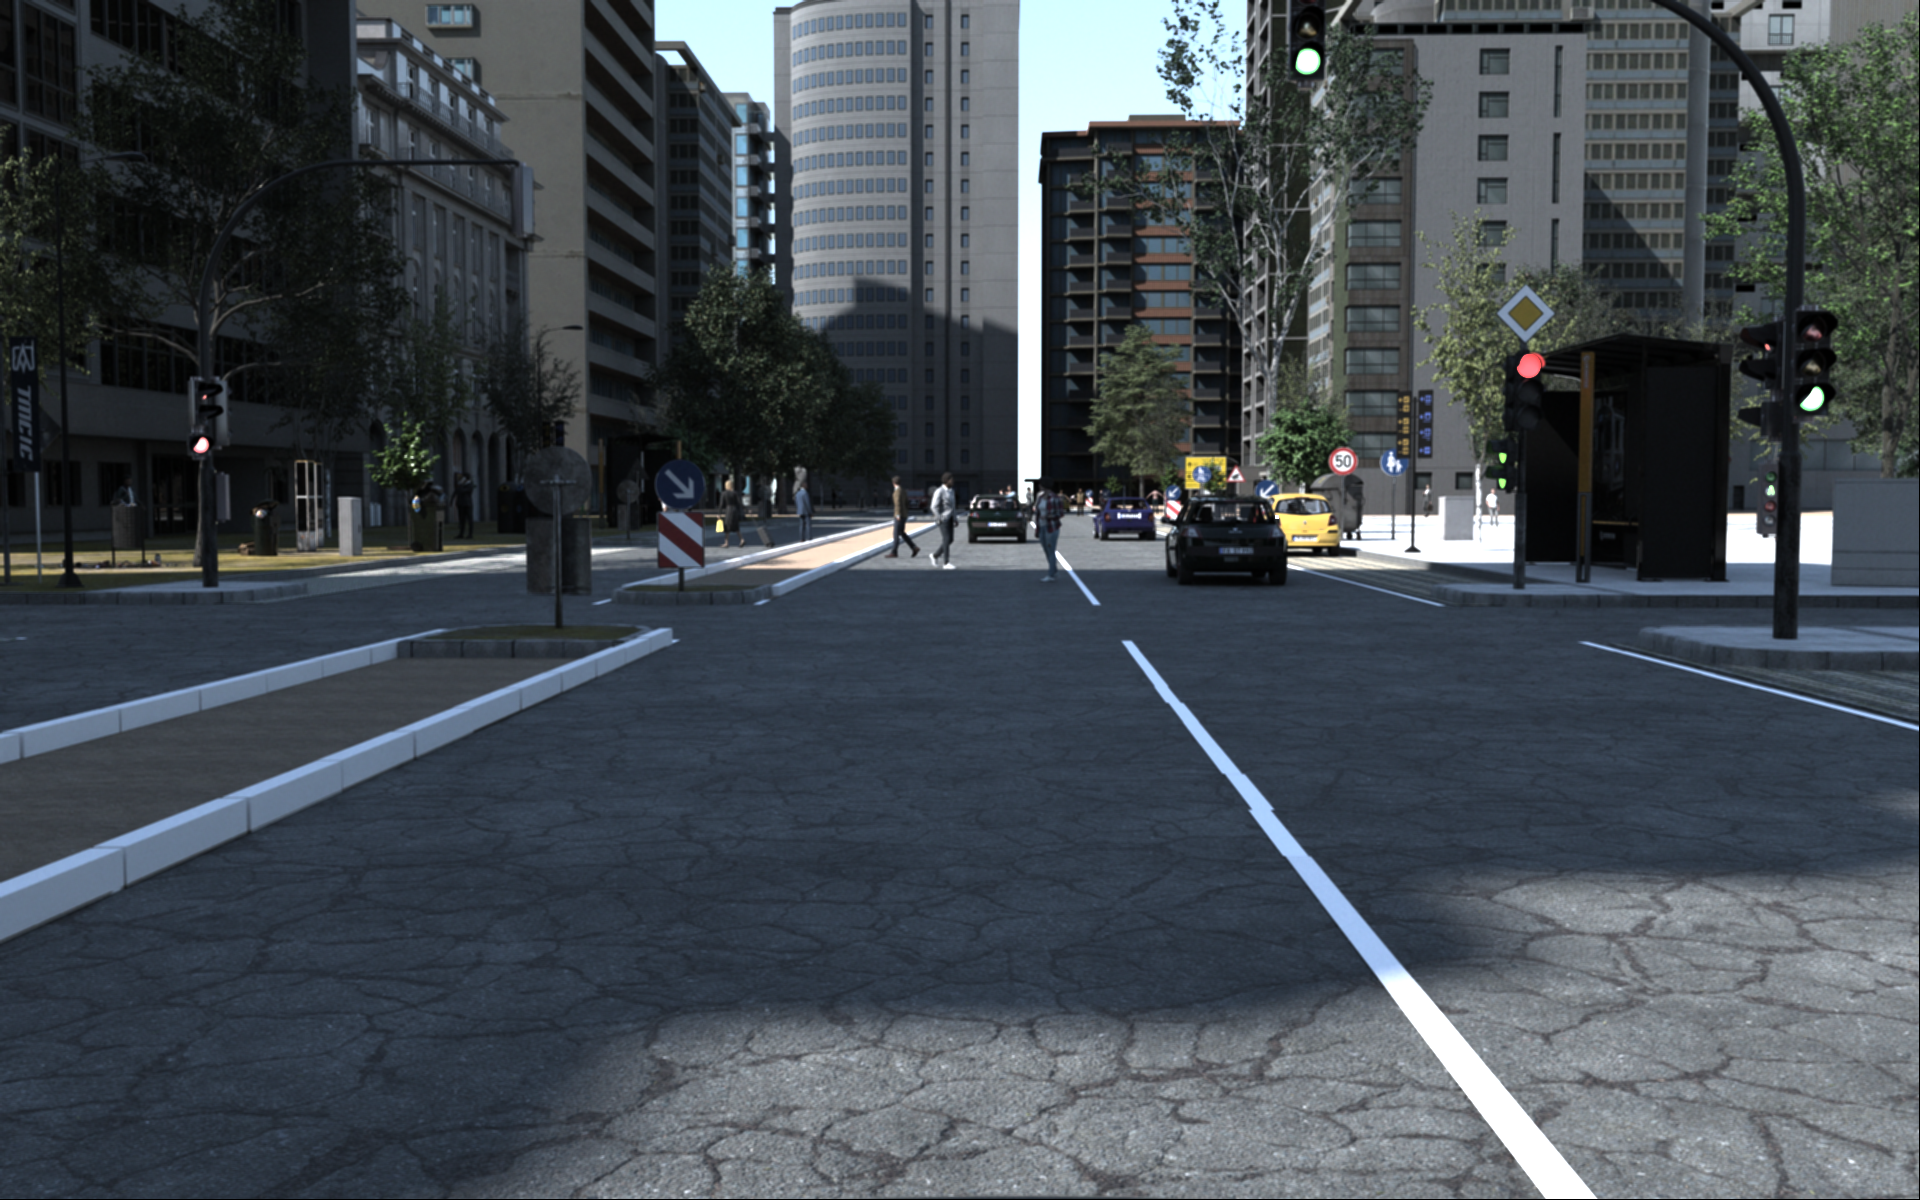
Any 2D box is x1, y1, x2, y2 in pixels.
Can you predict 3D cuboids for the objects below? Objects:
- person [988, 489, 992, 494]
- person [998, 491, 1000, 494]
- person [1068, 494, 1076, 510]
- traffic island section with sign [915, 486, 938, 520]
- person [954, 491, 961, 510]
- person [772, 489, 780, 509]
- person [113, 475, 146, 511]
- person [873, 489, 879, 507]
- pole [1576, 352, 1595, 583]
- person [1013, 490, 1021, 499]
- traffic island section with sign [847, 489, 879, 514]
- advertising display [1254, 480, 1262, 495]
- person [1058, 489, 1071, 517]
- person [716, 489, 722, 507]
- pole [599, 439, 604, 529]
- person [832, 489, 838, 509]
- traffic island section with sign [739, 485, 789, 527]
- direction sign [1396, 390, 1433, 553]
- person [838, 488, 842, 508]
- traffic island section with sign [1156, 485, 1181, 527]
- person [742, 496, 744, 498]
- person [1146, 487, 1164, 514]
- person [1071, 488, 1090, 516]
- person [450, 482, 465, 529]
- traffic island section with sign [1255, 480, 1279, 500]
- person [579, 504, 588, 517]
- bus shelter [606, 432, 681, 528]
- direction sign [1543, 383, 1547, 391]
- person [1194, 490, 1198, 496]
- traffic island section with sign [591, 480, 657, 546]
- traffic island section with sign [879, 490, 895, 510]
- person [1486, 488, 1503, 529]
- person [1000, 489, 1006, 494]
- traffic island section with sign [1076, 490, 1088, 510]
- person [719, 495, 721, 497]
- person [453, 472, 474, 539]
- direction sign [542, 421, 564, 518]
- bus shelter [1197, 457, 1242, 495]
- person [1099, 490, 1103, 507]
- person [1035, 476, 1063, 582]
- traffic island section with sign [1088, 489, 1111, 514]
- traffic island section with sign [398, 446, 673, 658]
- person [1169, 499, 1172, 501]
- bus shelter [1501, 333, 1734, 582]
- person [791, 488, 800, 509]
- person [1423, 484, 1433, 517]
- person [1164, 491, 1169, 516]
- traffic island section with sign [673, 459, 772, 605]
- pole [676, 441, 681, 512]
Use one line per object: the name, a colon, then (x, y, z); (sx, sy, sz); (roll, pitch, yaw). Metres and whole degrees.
person: (2.117, -6.862, 121.249); (0.990, 1.755, 0.434); (1, 4, 14)
person: (3.801, -9.739, 168.658); (0.541, 1.710, 0.530); (-3, 5, -41)
person: (10.196, -8.867, 156.657); (0.799, 1.438, 0.628); (-3, 4, -39)
traffic island section with sign: (-1.533, -5.526, 98.481); (2.006, 1.907, 1.989); (0, 4, 2)
person: (-0.261, -9.140, 158.761); (0.721, 1.723, 1.217); (2, 4, 35)
person: (-15.399, -8.447, 144.877); (1.217, 1.735, 0.721); (2, 4, 28)
person: (-21.491, -2.345, 44.731); (0.721, 1.781, 0.623); (0, 4, 3)
person: (-8.157, -9.912, 168.815); (0.721, 1.736, 1.217); (-2, 4, -25)
pole: (9.018, -1.904, 24.967); (0.158, 3.312, 0.155); (0, 3, 0)
person: (5.050, -9.282, 160.271); (1.348, 1.822, 0.705); (-2, 4, -29)
traffic island section with sign: (-7.150, -7.155, 125.614); (1.989, 1.847, 2.006); (0, 4, 2)
advertising display: (13.853, -4.507, 78.901); (0.974, 1.923, 0.123); (-1, 4, -11)
person: (6.339, -6.058, 108.272); (1.217, 1.735, 0.721); (0, 4, -2)
person: (-24.289, -10.256, 173.699); (1.348, 1.831, 0.705); (1, 4, 17)
pole: (-13.200, -4.275, 63.744); (0.158, 3.312, 0.155); (0, 3, 0)
person: (-10.657, -8.604, 147.536); (0.721, 1.723, 1.217); (-2, 4, -23)
traffic island section with sign: (-8.556, -4.119, 75.970); (1.989, 1.847, 2.006); (0, 4, 2)
direction sign: (9.945, -2.811, 37.953); (0.379, 3.537, 0.876); (-3, 5, -43)
person: (-11.011, -9.341, 158.852); (0.705, 1.814, 1.350); (-1, 4, -8)
traffic island section with sign: (9.044, -4.055, 74.928); (1.989, 1.847, 2.006); (0, 4, 2)
person: (-17.952, -8.131, 139.701); (1.217, 1.743, 0.721); (-2, 4, -33)
person: (12.351, -6.279, 109.419); (1.217, 1.736, 0.721); (0, 4, 6)
person: (7.909, -6.431, 113.736); (1.348, 1.812, 0.705); (1, 4, 15)
person: (-18.428, -3.563, 64.071); (0.659, 1.850, 0.755); (1, 4, 8)
traffic island section with sign: (8.282, -2.407, 47.984); (1.989, 1.847, 2.006); (0, 4, 2)
person: (-20.741, -5.202, 95.343); (0.590, 1.304, 0.306); (-2, 4, -26)
bus shelter: (-12.580, -4.761, 69.126); (1.731, 3.624, 6.357); (0, 4, 2)
direction sign: (11.955, -2.688, 35.947); (0.379, 3.537, 0.876); (0, 4, -4)
person: (24.343, -10.335, 177.478); (1.348, 1.824, 0.705); (-2, 4, -30)
traffic island section with sign: (-9.341, -2.438, 48.490); (1.989, 1.847, 2.006); (0, 4, 2)
traffic island section with sign: (-6.383, -8.829, 152.989); (1.989, 1.847, 2.006); (0, 4, 2)
person: (19.705, -3.379, 63.878); (0.503, 1.515, 0.523); (-2, 4, -34)
person: (2.494, -5.698, 102.465); (0.445, 1.727, 0.742); (1, 4, 17)
traffic island section with sign: (11.222, -8.796, 152.444); (1.989, 1.847, 2.006); (0, 4, 2)
person: (-24.323, -10.325, 178.044); (1.217, 1.736, 0.721); (0, 4, 7)
person: (-14.217, -2.709, 49.701); (0.474, 1.900, 0.648); (-3, 5, -41)
direction sign: (-12.635, -3.783, 53.841); (0.876, 3.537, 0.379); (2, 4, 29)
bus shelter: (14.243, -6.249, 96.093); (2.014, 3.302, 5.546); (0, 4, 2)
person: (13.878, -9.933, 169.256); (0.445, 1.727, 0.742); (2, 4, 32)
person: (1.479, -1.165, 28.389); (0.643, 1.720, 0.563); (-3, 4, -36)
traffic island section with sign: (10.468, -7.148, 125.499); (1.989, 1.847, 2.006); (0, 4, 2)
traffic island section with sign: (-3.866, -0.479, 15.968); (2.006, 1.907, 1.989); (0, 4, 2)
person: (12.529, -5.892, 102.904); (0.617, 1.759, 0.750); (0, 4, 0)
bus shelter: (10.579, -2.271, 28.410); (1.731, 3.624, 6.357); (0, 4, 2)
person: (-14.192, -8.946, 152.400); (1.348, 1.812, 0.705); (0, 4, -8)
person: (25.640, -5.437, 94.908); (0.622, 1.834, 0.822); (3, 5, 42)
person: (12.185, -5.797, 101.508); (0.721, 1.739, 1.217); (1, 4, 21)
traffic island section with sign: (-3.647, -0.932, 23.372); (2.006, 1.907, 1.989); (0, 4, 2)
pole: (-10.738, -4.422, 66.143); (0.158, 3.312, 0.155); (0, 3, 0)
